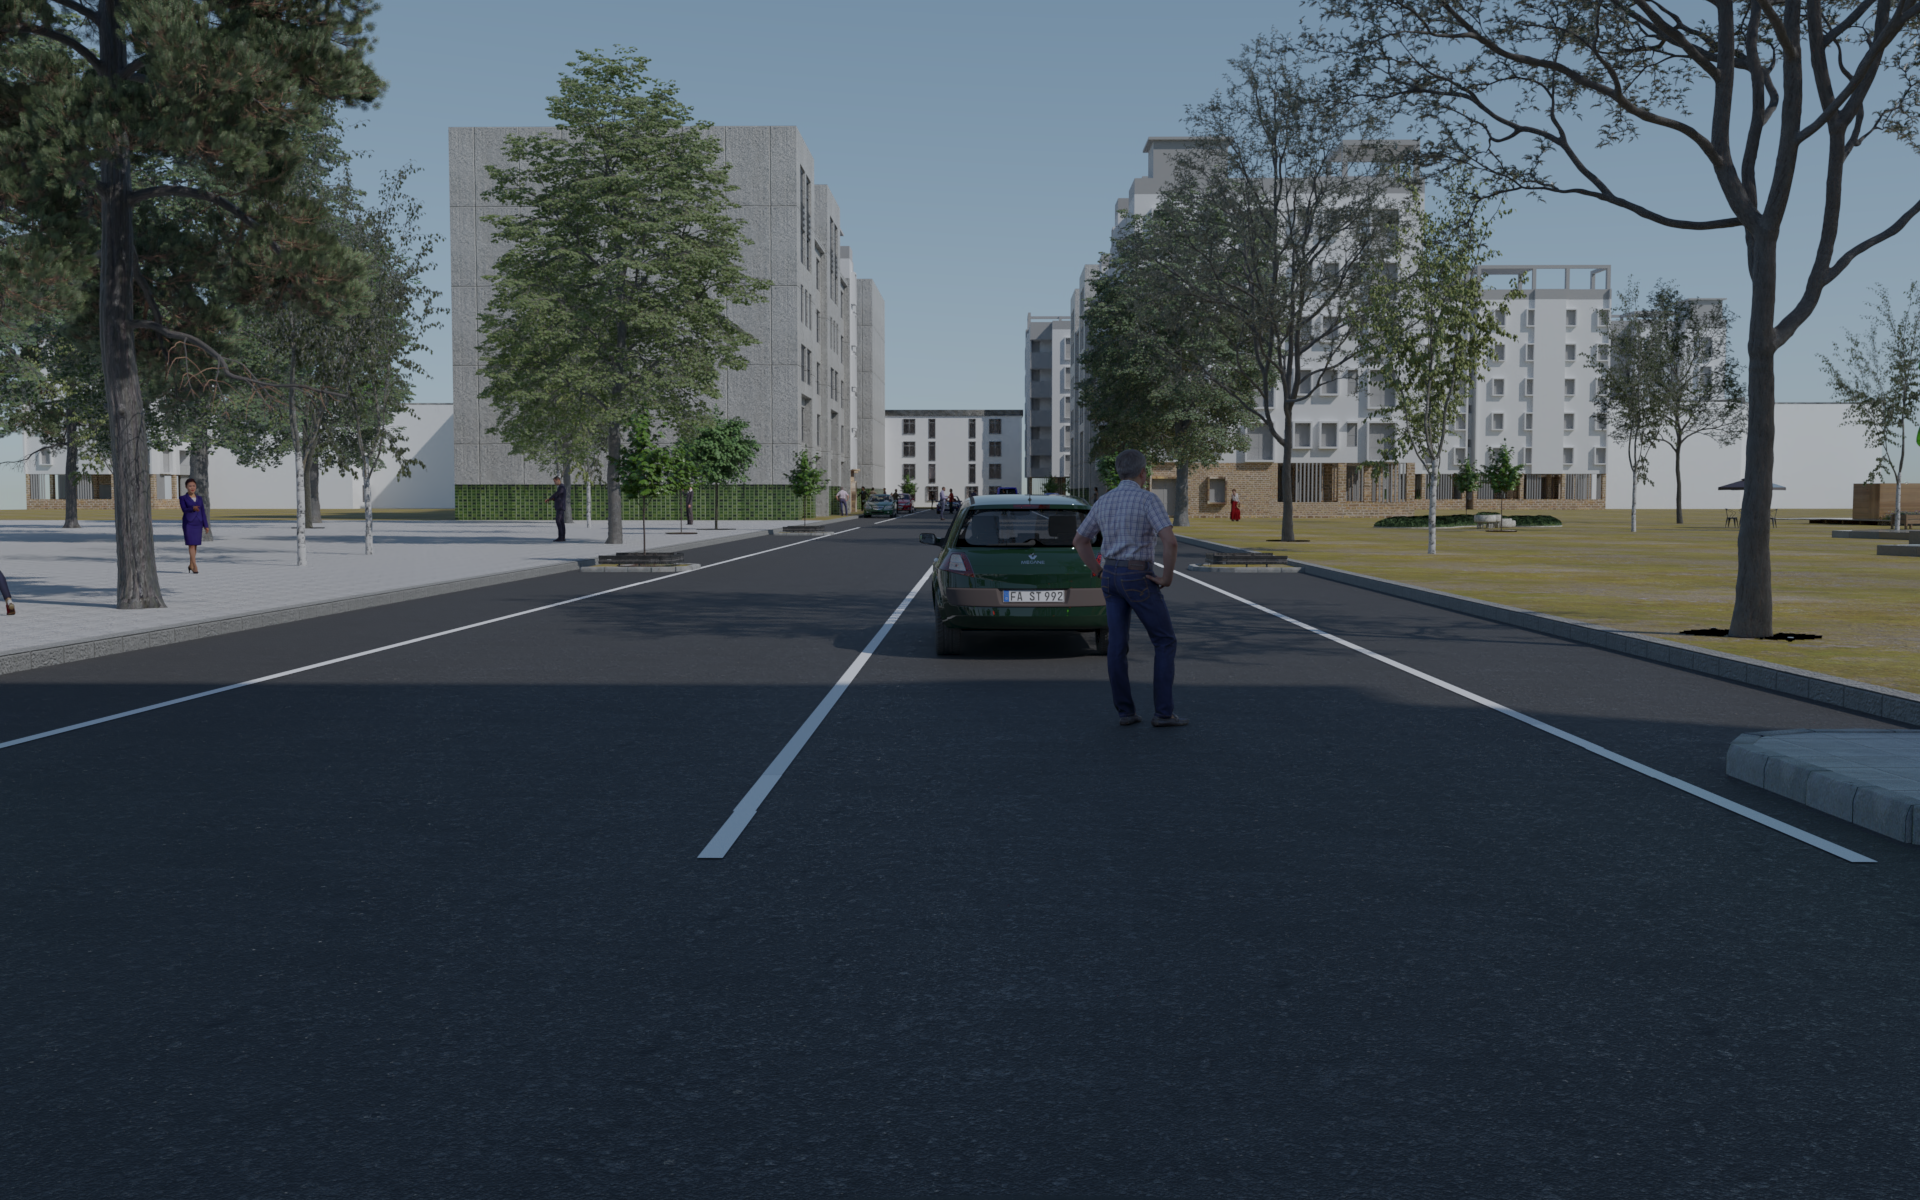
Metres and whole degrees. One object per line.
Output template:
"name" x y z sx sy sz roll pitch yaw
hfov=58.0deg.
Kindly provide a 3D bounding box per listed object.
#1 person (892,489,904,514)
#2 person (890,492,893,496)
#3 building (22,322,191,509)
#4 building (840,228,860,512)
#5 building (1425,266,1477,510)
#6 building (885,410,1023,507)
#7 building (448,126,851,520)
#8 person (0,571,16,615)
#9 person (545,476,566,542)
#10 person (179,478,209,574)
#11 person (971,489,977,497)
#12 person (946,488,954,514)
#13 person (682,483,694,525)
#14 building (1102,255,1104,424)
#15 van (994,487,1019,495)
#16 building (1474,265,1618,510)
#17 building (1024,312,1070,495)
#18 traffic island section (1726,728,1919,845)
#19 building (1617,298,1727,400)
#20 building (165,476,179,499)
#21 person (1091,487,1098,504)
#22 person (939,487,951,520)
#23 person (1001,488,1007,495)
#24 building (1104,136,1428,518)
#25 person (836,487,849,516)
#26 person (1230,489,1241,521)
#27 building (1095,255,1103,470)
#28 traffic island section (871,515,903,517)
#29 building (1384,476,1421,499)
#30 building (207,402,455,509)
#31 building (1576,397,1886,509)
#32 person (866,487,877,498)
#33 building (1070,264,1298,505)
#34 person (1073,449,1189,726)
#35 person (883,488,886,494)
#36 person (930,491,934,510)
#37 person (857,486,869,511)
"person" -4.616 -7.149 125.530 1.348 1.807 0.705 3 5 44
"person" -6.496 -9.237 160.253 0.799 1.438 0.628 1 4 16
"building" -72.643 -18.084 152.093 11.380 20.091 16.016 0 4 1
"building" -15.125 -16.164 120.702 16.016 20.091 11.380 0 4 1
"building" 36.474 -17.970 150.230 11.380 20.091 16.016 0 4 1
"building" -7.729 -14.125 173.092 28.070 9.664 9.099 0 4 1
"building" -15.939 -14.245 99.358 16.747 18.905 31.486 0 4 1
"person" -10.278 -0.592 18.270 0.613 1.512 0.480 -1 4 -9
"person" -10.923 -2.466 46.818 0.568 1.767 0.683 -1 4 -16
"person" -12.290 -1.192 27.901 0.546 1.535 0.453 1 4 21
"person" 0.993 -6.818 120.419 0.683 1.767 0.568 3 4 38
"person" -0.669 -6.968 122.372 0.705 1.831 1.348 -1 4 -23
"person" -11.413 -4.005 72.322 0.742 1.727 0.445 2 4 25
"building" 17.511 -15.438 108.832 16.016 20.091 11.380 0 4 1
"van" 4.225 -9.249 155.605 2.240 2.365 5.245 0 4 0
"building" 47.847 -17.938 149.699 11.380 20.091 16.016 0 4 1
"building" 12.363 -19.499 175.236 11.380 20.091 16.016 0 4 1
"traffic island section" 4.904 0.874 7.983 2.009 0.180 2.903 0 4 1
"building" 68.170 -19.413 173.818 11.380 20.091 16.016 0 4 1
"building" -63.885 -14.100 172.688 28.070 9.664 9.099 0 4 1
"person" 8.555 -6.324 110.163 0.721 1.735 1.217 -1 4 -12
"person" -0.823 -5.294 94.920 0.599 1.838 0.709 -1 4 -10
"person" 2.998 -6.699 118.048 1.348 1.822 0.705 -3 5 -40
"building" 16.651 -14.744 97.486 16.016 20.091 11.380 0 4 1
"person" -6.825 -5.736 100.768 0.756 1.711 0.436 0 4 5
"person" 12.902 -4.445 81.192 0.523 1.526 0.387 -2 4 -23
"building" 17.592 -16.143 120.352 16.016 20.091 11.380 0 4 1
"traffic island section" -4.614 -5.328 109.978 1.991 0.108 1.994 0 4 1
"building" 34.259 -18.877 175.089 31.486 18.905 16.747 0 4 1
"building" -52.865 -13.034 155.260 28.070 9.664 9.099 0 4 1
"building" 67.646 -12.961 154.052 28.070 9.664 9.099 0 4 1
"person" -6.863 -8.014 137.084 1.348 1.823 0.705 1 4 22
"building" 18.120 -16.842 141.831 16.747 18.905 31.486 0 4 1
"person" 1.097 -0.083 10.790 0.436 1.711 0.756 -3 5 -41
"person" -6.562 -8.808 150.008 0.705 1.831 1.348 -1 4 -13
"person" -2.422 -8.969 155.968 0.721 1.723 1.217 0 4 -1
"person" -7.149 -7.458 127.606 1.348 1.869 0.705 3 4 36
